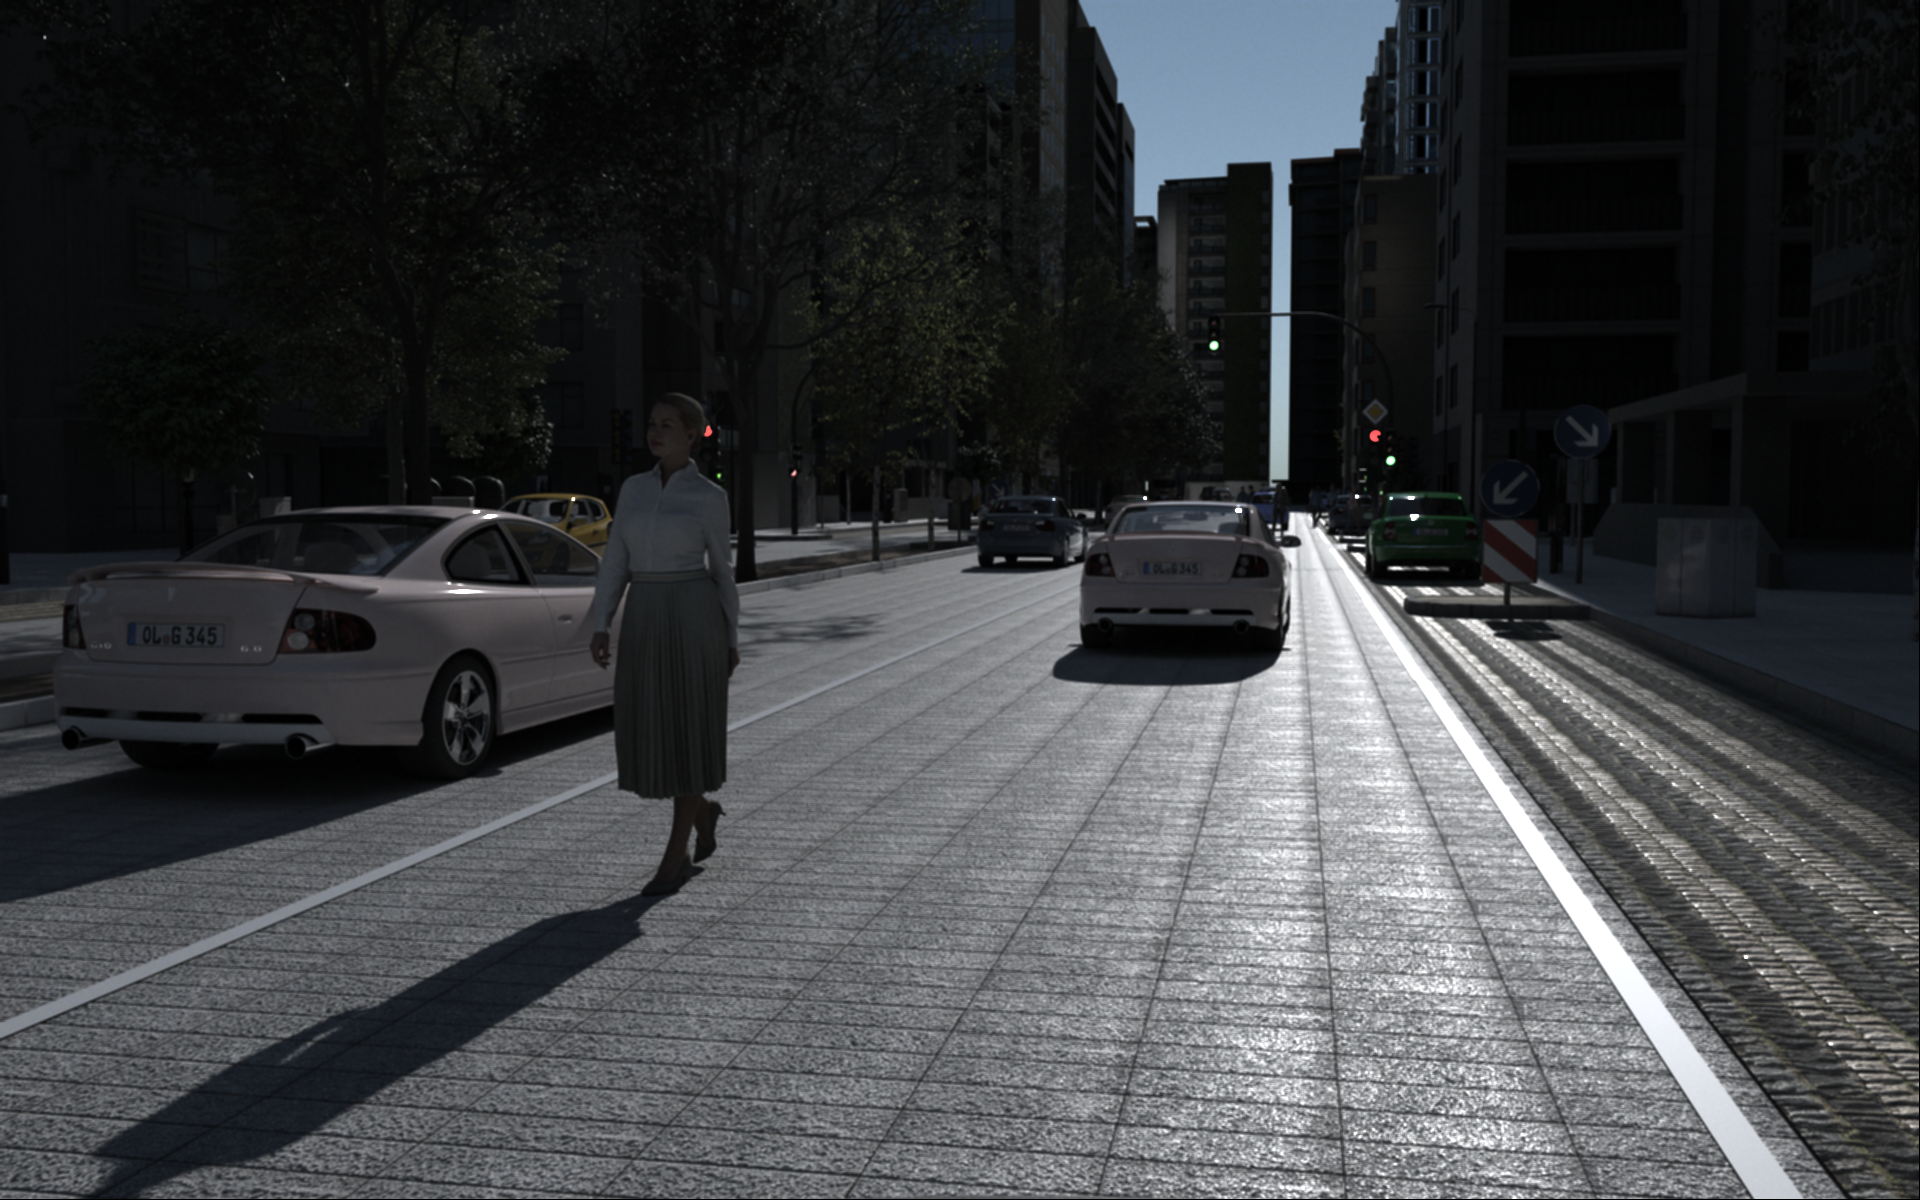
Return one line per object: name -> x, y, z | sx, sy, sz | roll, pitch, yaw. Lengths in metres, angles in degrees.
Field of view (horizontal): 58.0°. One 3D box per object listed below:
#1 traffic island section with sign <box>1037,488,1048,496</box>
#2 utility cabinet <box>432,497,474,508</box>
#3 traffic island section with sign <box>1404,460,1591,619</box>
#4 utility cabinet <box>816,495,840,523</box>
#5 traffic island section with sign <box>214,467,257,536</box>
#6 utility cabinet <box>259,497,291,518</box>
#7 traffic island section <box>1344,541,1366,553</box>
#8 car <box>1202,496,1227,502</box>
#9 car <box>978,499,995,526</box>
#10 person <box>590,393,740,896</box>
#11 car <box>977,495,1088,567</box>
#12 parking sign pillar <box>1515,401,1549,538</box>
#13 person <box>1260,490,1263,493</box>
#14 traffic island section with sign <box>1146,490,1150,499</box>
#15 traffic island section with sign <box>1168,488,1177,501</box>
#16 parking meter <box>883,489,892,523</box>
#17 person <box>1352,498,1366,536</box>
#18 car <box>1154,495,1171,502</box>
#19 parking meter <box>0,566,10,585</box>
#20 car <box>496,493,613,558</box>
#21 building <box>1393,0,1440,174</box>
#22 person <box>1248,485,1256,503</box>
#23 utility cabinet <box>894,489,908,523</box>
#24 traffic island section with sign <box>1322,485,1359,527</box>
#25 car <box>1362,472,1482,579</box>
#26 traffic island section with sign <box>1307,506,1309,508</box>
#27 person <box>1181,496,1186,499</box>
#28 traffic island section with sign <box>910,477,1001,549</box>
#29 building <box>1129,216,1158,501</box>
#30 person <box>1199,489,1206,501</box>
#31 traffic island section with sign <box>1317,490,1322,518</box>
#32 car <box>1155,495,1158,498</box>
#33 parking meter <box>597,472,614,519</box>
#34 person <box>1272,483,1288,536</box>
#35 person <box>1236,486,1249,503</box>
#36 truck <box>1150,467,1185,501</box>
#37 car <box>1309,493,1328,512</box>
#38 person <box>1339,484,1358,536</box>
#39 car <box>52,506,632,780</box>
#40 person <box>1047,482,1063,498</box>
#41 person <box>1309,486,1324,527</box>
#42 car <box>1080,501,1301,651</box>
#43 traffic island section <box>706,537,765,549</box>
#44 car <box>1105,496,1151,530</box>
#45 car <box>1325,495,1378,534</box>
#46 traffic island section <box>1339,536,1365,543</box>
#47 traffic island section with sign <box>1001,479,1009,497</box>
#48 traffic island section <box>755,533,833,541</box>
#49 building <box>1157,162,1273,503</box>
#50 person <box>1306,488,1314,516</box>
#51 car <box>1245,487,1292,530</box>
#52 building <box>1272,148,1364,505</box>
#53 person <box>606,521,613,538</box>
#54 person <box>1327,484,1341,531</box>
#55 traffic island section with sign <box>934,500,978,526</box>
traffic island section with sign -> 5.022, -5.936, 105.685 | 1.989, 1.847, 2.006 | 1, 4, 11
utility cabinet -> -10.939, -1.585, 37.070 | 1.020, 1.237, 0.306 | 0, 4, 4
traffic island section with sign -> 6.396, -0.746, 20.817 | 1.989, 1.847, 2.006 | 1, 4, 11
utility cabinet -> -5.885, -4.031, 77.067 | 1.020, 1.237, 0.306 | -2, 4, -24
traffic island section with sign -> -10.620, -0.974, 24.556 | 1.989, 1.847, 2.006 | 1, 4, 11
utility cabinet -> -13.680, -1.434, 34.610 | 0.306, 1.237, 1.020 | 0, 4, -3
traffic island section -> 10.701, -1.280, 43.208 | 2.009, 0.180, 2.903 | 1, 4, 11
car -> 17.204, -6.442, 117.912 | 1.945, 1.354, 3.894 | 1, 4, 9
car -> 1.942, -3.569, 70.718 | 2.083, 1.381, 4.827 | 1, 4, 10
person -> -1.043, 0.141, 6.417 | 0.478, 1.798, 0.641 | 2, 4, 25
car -> 1.505, -1.421, 35.235 | 2.014, 1.417, 4.499 | 1, 4, 12
parking sign pillar -> 16.513, -3.802, 50.627 | 1.447, 3.967, 1.447 | 1, 4, 13
person -> 19.859, -6.405, 114.052 | 0.563, 1.720, 0.643 | 2, 4, 32
traffic island section with sign -> 19.513, -10.532, 180.826 | 1.989, 1.847, 2.006 | 1, 4, 11
traffic island section with sign -> 15.495, -7.245, 126.592 | 2.006, 1.907, 1.989 | 1, 4, 11
parking meter -> -3.238, -4.205, 77.158 | 0.372, 1.533, 0.369 | 0, 3, 0
person -> 12.257, -2.476, 53.247 | 0.475, 1.303, 0.640 | -2, 4, -25
car -> 18.443, -8.838, 157.082 | 1.945, 1.354, 3.894 | 1, 4, 12
parking meter -> -13.720, -0.989, 24.578 | 0.372, 1.533, 0.369 | 0, 3, 0
car -> -7.334, -1.240, 30.495 | 2.015, 1.641, 3.980 | 1, 4, 9
building -> 46.488, -51.115, 148.407 | 22.319, 86.520, 31.000 | 1, 4, 11
person -> 12.987, -4.182, 76.839 | 0.822, 1.834, 0.622 | 2, 4, 29
utility cabinet -> -2.623, -4.192, 77.214 | 0.318, 1.500, 1.173 | 1, 4, 16
traffic island section with sign -> 16.984, -4.106, 75.759 | 1.989, 1.847, 2.006 | 1, 4, 11
car -> 8.104, -1.326, 30.476 | 1.959, 1.807, 4.718 | 1, 4, 11
traffic island section with sign -> 31.498, -8.706, 150.967 | 1.989, 1.847, 2.006 | 1, 4, 11
person -> 25.728, -11.770, 200.881 | 1.348, 1.831, 0.705 | -3, 4, -37
traffic island section with sign -> -0.136, -2.287, 45.534 | 2.006, 1.907, 1.989 | 1, 4, 11
building -> 14.868, -32.874, 229.373 | 23.993, 40.220, 32.217 | 1, 4, 11
person -> 20.010, -8.171, 142.113 | 0.705, 1.823, 1.348 | -2, 4, -32
traffic island section with sign -> 22.095, -5.725, 102.227 | 1.989, 1.847, 2.006 | 1, 4, 11
car -> 19.291, -9.296, 164.350 | 2.083, 1.381, 4.827 | 1, 4, 12
parking meter -> -9.618, -2.526, 47.019 | 0.399, 1.863, 0.255 | -3, 4, -38
person -> 10.871, -3.068, 58.850 | 0.537, 1.800, 0.526 | 2, 4, 33
person -> 12.808, -4.257, 78.445 | 0.601, 1.785, 0.444 | 1, 4, 15
truck -> 21.116, -11.410, 175.463 | 2.839, 4.237, 11.283 | 1, 4, 12
car -> 28.451, -7.750, 136.302 | 1.945, 1.707, 3.694 | 1, 4, 9
person -> 12.328, -2.796, 54.894 | 0.598, 1.740, 0.731 | 1, 4, 10
car -> -3.078, 0.132, 10.200 | 2.083, 1.381, 4.827 | 1, 4, 13
person -> 3.281, -3.186, 60.397 | 0.655, 1.846, 0.447 | 2, 4, 31
person -> 15.560, -4.088, 75.677 | 0.444, 1.785, 0.601 | -3, 5, -39
car -> 2.333, -0.302, 17.297 | 2.083, 1.381, 4.827 | 1, 4, 12
traffic island section -> -6.720, -1.485, 46.560 | 2.009, 0.180, 2.903 | 1, 4, 11
car -> 6.893, -3.484, 69.329 | 2.083, 1.381, 4.827 | 1, 4, 12
car -> 14.270, -3.110, 62.850 | 2.014, 1.417, 4.499 | 1, 4, 11
traffic island section -> 12.213, -1.760, 51.049 | 2.009, 0.180, 2.903 | 1, 4, 11
traffic island section with sign -> 1.276, -2.732, 52.806 | 2.006, 1.907, 1.989 | 1, 4, 11
traffic island section -> -5.208, -1.965, 54.401 | 2.009, 0.180, 2.903 | 1, 4, 11
building -> 31.902, -32.632, 217.132 | 14.086, 41.232, 14.154 | 1, 4, 11
person -> 22.946, -6.392, 113.234 | 0.478, 1.798, 0.641 | -3, 5, -40
car -> 12.461, -3.703, 70.128 | 1.945, 1.707, 3.694 | 1, 4, 11
building -> 54.009, -34.379, 216.722 | 28.867, 44.769, 22.147 | 1, 4, 11
person -> -2.880, -0.094, 15.045 | 0.382, 1.210, 0.505 | -3, 5, -44
person -> 14.324, -3.524, 66.135 | 0.660, 1.820, 0.620 | 2, 4, 30
traffic island section with sign -> -0.076, -4.317, 79.214 | 1.989, 1.847, 2.006 | 1, 4, 11
